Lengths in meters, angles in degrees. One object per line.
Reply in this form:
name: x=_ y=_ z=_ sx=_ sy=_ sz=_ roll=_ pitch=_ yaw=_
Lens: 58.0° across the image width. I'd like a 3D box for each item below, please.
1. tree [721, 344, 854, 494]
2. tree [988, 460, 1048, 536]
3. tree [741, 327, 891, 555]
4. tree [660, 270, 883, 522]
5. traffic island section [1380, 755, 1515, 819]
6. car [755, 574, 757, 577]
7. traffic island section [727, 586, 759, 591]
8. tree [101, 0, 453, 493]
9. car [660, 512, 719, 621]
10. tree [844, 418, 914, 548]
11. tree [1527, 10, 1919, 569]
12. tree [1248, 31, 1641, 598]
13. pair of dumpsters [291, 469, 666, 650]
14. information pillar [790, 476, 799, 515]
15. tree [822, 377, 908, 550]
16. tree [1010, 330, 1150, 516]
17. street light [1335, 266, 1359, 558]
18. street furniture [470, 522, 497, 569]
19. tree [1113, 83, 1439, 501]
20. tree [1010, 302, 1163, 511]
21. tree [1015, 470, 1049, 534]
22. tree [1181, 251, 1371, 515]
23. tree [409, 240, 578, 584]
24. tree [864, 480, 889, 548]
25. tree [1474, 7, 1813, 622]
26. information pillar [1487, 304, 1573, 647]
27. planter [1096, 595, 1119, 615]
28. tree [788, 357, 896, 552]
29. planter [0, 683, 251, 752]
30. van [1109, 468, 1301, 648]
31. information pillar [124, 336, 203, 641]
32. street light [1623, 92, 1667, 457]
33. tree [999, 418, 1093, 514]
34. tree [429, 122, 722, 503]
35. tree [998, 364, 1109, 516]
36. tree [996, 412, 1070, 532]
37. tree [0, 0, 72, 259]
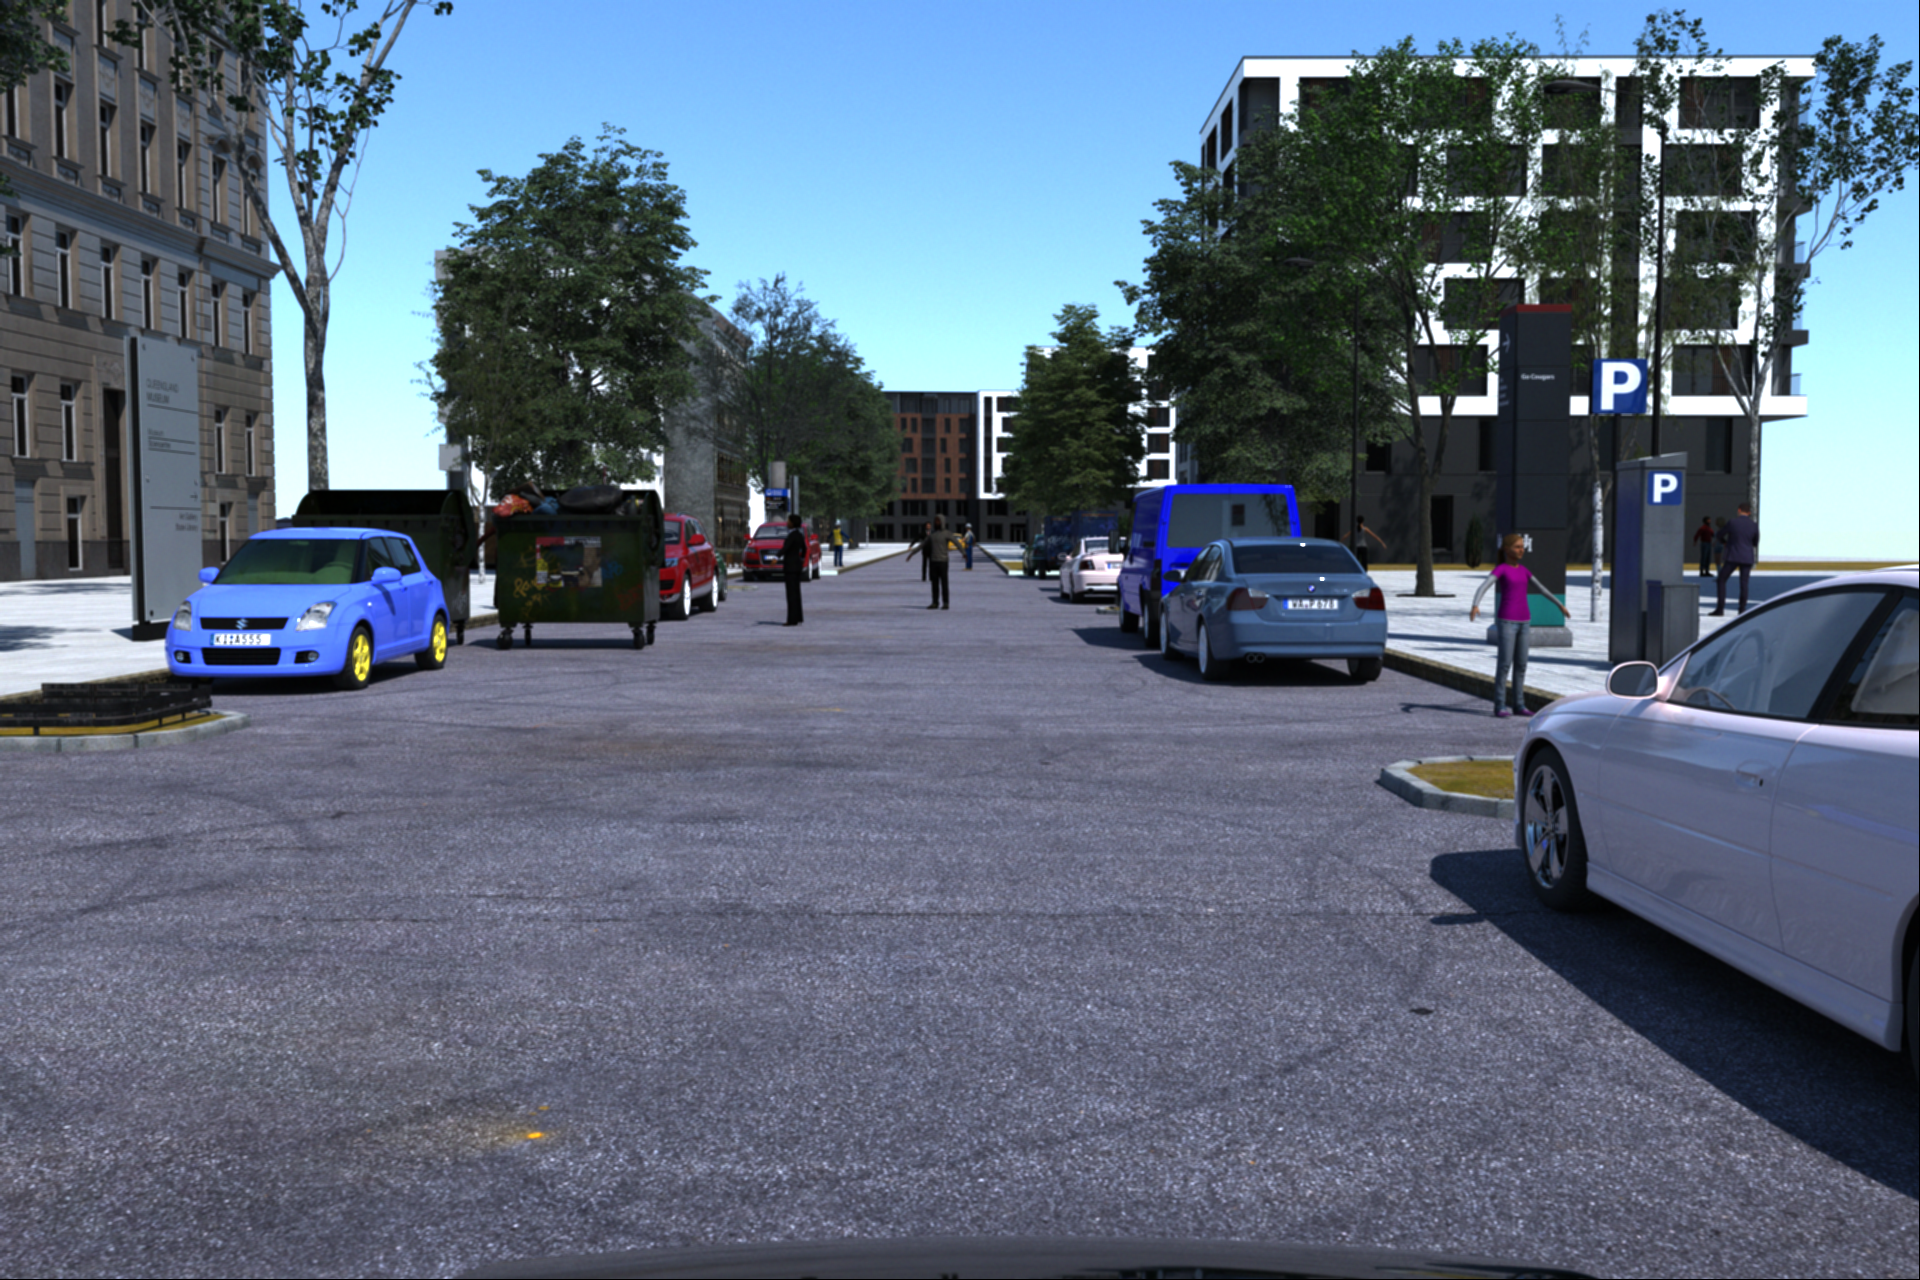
tree: x=-9.212 y=-10.316 z=94.420 sx=9.928 sy=11.665 sz=9.643 roll=0 pitch=3 yaw=0
tree: x=6.744 y=-13.572 z=156.306 sx=8.767 sy=10.594 sz=7.601 roll=-1 pitch=4 yaw=-10
tree: x=-8.863 y=-12.162 z=105.510 sx=9.857 sy=13.997 sz=8.962 roll=0 pitch=3 yaw=0
tree: x=-8.968 y=-10.453 z=81.282 sx=12.009 sy=13.543 sz=11.850 roll=0 pitch=3 yaw=0
traffic island section: x=3.403 y=0.815 z=9.548 sx=1.991 sy=0.108 sz=1.994 roll=0 pitch=4 yaw=0
car: x=-5.881 y=-2.846 z=58.893 sx=2.083 sy=1.381 sz=4.827 roll=0 pitch=4 yaw=0
traffic island section: x=-6.188 y=-1.309 z=44.272 sx=1.991 sy=0.108 sz=1.994 roll=0 pitch=4 yaw=0
tree: x=-13.377 y=-10.731 z=31.342 sx=12.611 sy=20.169 sz=13.585 roll=0 pitch=3 yaw=0
car: x=-5.512 y=-1.328 z=30.389 sx=2.281 sy=1.827 sz=5.304 roll=0 pitch=4 yaw=0
tree: x=-9.205 y=-14.968 z=155.090 sx=12.009 sy=13.543 sz=11.850 roll=0 pitch=3 yaw=0
tree: x=27.823 y=-12.709 z=63.681 sx=12.611 sy=20.169 sz=13.585 roll=0 pitch=3 yaw=0
tree: x=9.626 y=-6.692 z=35.168 sx=9.928 sy=11.665 sz=9.643 roll=0 pitch=3 yaw=0
pair of dumpsters: x=-6.012 y=-1.031 z=21.815 sx=4.436 sy=2.255 sz=1.574 roll=0 pitch=4 yaw=0
information pillar: x=-6.708 y=-4.827 z=70.241 sx=0.184 sy=3.620 sz=1.656 roll=0 pitch=4 yaw=0
tree: x=-8.818 y=-14.323 z=140.839 sx=9.857 sy=13.997 sz=8.962 roll=0 pitch=3 yaw=0
tree: x=6.599 y=-10.853 z=95.566 sx=7.486 sy=12.596 sz=7.792 roll=0 pitch=3 yaw=0
street light: x=7.230 y=-3.472 z=29.316 sx=1.470 sy=5.913 sz=1.316 roll=0 pitch=4 yaw=0
street furniture: x=-16.132 y=-3.650 z=66.532 sx=9.812 sy=1.723 sz=11.010 roll=1 pitch=4 yaw=17
tree: x=9.379 y=-8.830 z=51.026 sx=9.857 sy=13.997 sz=8.962 roll=0 pitch=3 yaw=0
tree: x=6.139 y=-10.243 z=85.597 sx=7.486 sy=12.596 sz=7.792 roll=0 pitch=3 yaw=0
tree: x=6.854 y=-11.517 z=138.661 sx=4.360 sy=8.622 sz=3.978 roll=0 pitch=3 yaw=0
tree: x=12.334 y=-9.187 z=68.331 sx=7.486 sy=12.596 sz=7.792 roll=0 pitch=3 yaw=0
tree: x=-12.386 y=-5.728 z=44.017 sx=4.360 sy=8.622 sz=3.978 roll=0 pitch=3 yaw=0
tree: x=-8.503 y=-13.021 z=163.253 sx=4.737 sy=8.622 sz=4.395 roll=0 pitch=3 yaw=0
tree: x=9.134 y=-4.576 z=25.174 sx=4.360 sy=8.622 sz=3.978 roll=0 pitch=3 yaw=0
information pillar: x=6.561 y=-1.865 z=19.867 sx=0.750 sy=3.857 sz=0.750 roll=0 pitch=4 yaw=1
planter: x=3.488 y=-0.627 z=31.398 sx=1.991 sy=0.319 sz=1.994 roll=0 pitch=4 yaw=1
tree: x=-9.292 y=-13.360 z=125.084 sx=9.857 sy=13.997 sz=8.962 roll=0 pitch=3 yaw=0
planter: x=-6.259 y=0.536 z=12.376 sx=1.991 sy=0.319 sz=1.994 roll=0 pitch=4 yaw=0
van: x=3.272 y=-1.169 z=23.505 sx=2.240 sy=2.365 sz=5.245 roll=0 pitch=4 yaw=-1
information pillar: x=-9.808 y=-1.840 z=21.394 sx=0.184 sy=3.620 sz=1.656 roll=0 pitch=4 yaw=-1
street light: x=7.756 y=-2.775 z=17.905 sx=1.470 sy=5.913 sz=1.316 roll=0 pitch=3 yaw=0
tree: x=6.097 y=-11.254 z=118.419 sx=7.601 sy=10.594 sz=8.767 roll=-2 pitch=4 yaw=-26
tree: x=-12.442 y=-9.058 z=54.749 sx=9.857 sy=13.997 sz=8.962 roll=0 pitch=3 yaw=0
tree: x=6.081 y=-10.970 z=105.108 sx=9.928 sy=11.665 sz=9.643 roll=0 pitch=3 yaw=0
tree: x=6.836 y=-13.938 z=146.012 sx=7.486 sy=12.596 sz=7.792 roll=0 pitch=3 yaw=0
tree: x=-12.159 y=-6.567 z=14.033 sx=9.857 sy=13.997 sz=8.962 roll=0 pitch=3 yaw=0
